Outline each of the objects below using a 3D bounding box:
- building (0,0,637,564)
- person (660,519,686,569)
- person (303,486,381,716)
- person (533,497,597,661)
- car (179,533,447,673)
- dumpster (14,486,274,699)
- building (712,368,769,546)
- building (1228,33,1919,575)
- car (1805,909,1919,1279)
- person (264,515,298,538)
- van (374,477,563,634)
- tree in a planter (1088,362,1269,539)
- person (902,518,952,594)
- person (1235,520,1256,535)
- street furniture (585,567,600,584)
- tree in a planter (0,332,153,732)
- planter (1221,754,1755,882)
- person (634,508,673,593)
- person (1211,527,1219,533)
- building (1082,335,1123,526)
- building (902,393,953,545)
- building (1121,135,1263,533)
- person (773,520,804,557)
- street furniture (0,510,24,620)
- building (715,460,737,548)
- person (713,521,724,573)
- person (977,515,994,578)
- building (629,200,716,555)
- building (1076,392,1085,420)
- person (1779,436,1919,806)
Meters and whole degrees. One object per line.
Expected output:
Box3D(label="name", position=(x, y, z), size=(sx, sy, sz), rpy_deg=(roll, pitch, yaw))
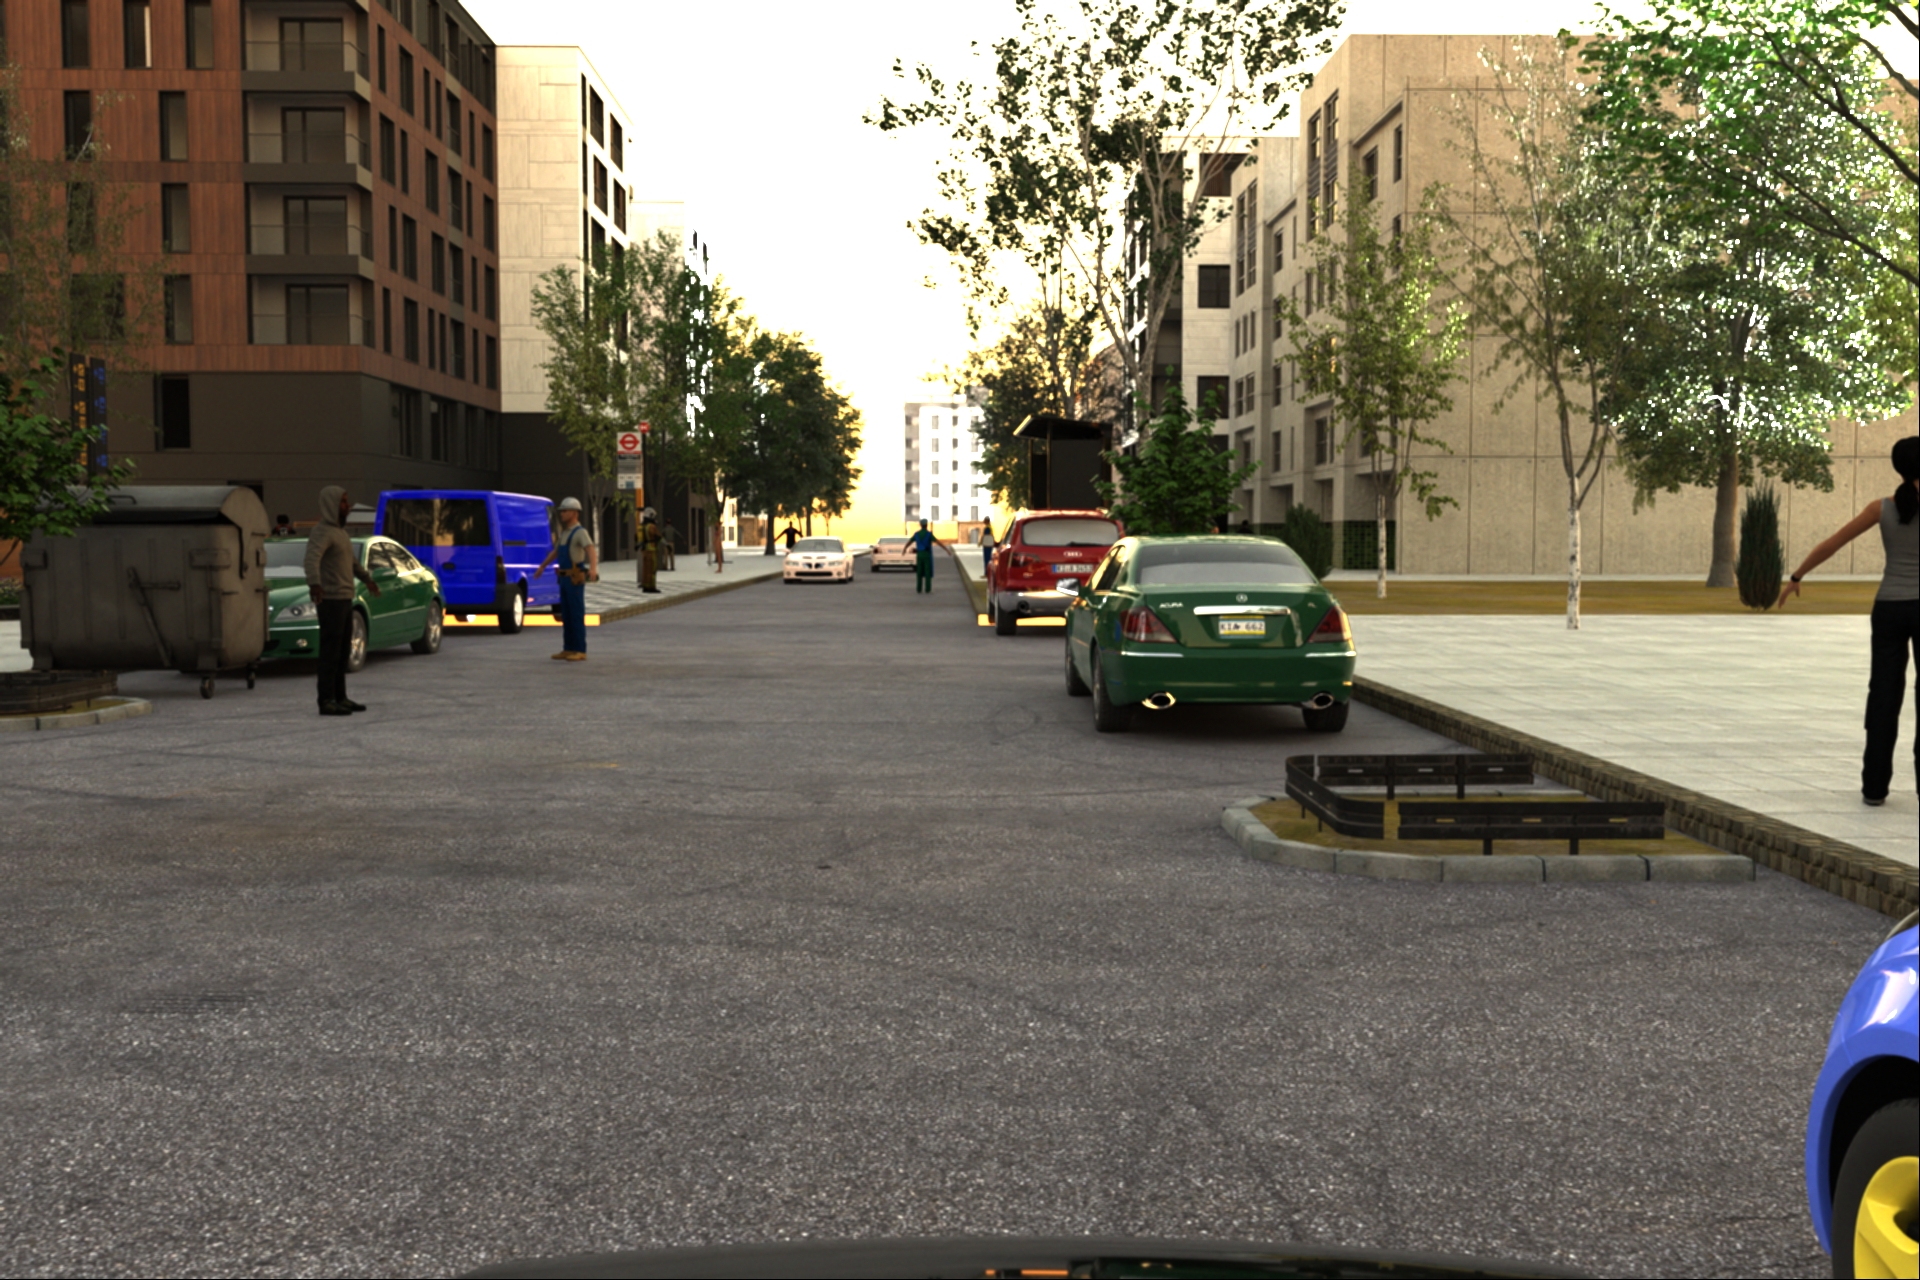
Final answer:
Box3D(label="building", position=(-29.789, -13.844, 70.329), size=(27.936, 21.610, 32.646), rpy_deg=(0, 4, -1))
Box3D(label="person", position=(-10.218, -3.329, 60.701), size=(1.348, 1.796, 0.705), rpy_deg=(-2, 4, -28))
Box3D(label="person", position=(-4.959, -0.320, 13.819), size=(0.705, 1.813, 1.348), rpy_deg=(0, 4, 1))
Box3D(label="person", position=(-4.442, -0.697, 19.716), size=(0.705, 1.847, 1.347), rpy_deg=(-3, 5, -41))
Box3D(label="car", position=(-7.160, -0.461, 19.340), size=(2.131, 1.459, 4.920), rpy_deg=(0, 4, -1))
Box3D(label="dumpster", position=(-7.260, -0.444, 15.475), size=(1.865, 1.857, 1.264), rpy_deg=(0, 4, -1))
Box3D(label="building", position=(-26.784, -20.235, 187.265), size=(16.016, 20.090, 11.380), rpy_deg=(0, 4, 0))
Box3D(label="building", position=(21.960, -12.455, 70.100), size=(16.747, 18.905, 31.486), rpy_deg=(0, 4, -1))
Box3D(label="car", position=(2.275, 0.498, 1.449), size=(1.945, 1.707, 3.694), rpy_deg=(0, 4, -1))
Box3D(label="person", position=(-18.985, -2.595, 48.569), size=(1.345, 1.843, 0.704), rpy_deg=(-2, 4, -32))
Box3D(label="van", position=(-7.279, -1.354, 26.521), size=(2.240, 2.365, 5.245), rpy_deg=(0, 4, -1))
Box3D(label="tree in a planter", position=(2.237, -1.273, 18.042), size=(1.991, 3.239, 1.994), rpy_deg=(0, 4, -1))
Box3D(label="person", position=(-0.840, -2.027, 41.717), size=(1.347, 1.817, 0.704), rpy_deg=(2, 4, 29))
Box3D(label="person", position=(9.327, -3.043, 56.476), size=(1.216, 1.740, 0.721), rpy_deg=(2, 4, 28))
Box3D(label="street furniture", position=(-14.342, -1.717, 43.696), size=(10.072, 0.657, 5.734), rpy_deg=(0, 4, -5))
Box3D(label="tree in a planter", position=(-7.479, -0.986, 13.342), size=(1.991, 3.239, 1.994), rpy_deg=(0, 4, 0))
Box3D(label="planter", position=(2.280, 0.796, 8.125), size=(1.991, 0.319, 1.994), rpy_deg=(0, 4, -1))
Box3D(label="person", position=(-6.743, -1.956, 37.746), size=(0.705, 1.858, 1.354), rpy_deg=(-3, 5, -44))
Box3D(label="person", position=(4.717, -1.390, 31.994), size=(0.991, 1.433, 0.599), rpy_deg=(0, 4, -6))
Box3D(label="building", position=(21.089, -19.754, 153.901), size=(19.493, 23.208, 18.063), rpy_deg=(0, 4, -1))
Box3D(label="building", position=(-7.140, -22.312, 223.677), size=(11.380, 20.090, 16.016), rpy_deg=(0, 4, 2))
Box3D(label="building", position=(23.568, -16.003, 105.625), size=(27.936, 21.610, 32.646), rpy_deg=(0, 4, -1))
Box3D(label="person", position=(-6.392, -3.627, 65.529), size=(1.346, 1.802, 0.704), rpy_deg=(-1, 4, -11))
Box3D(label="street furniture", position=(-16.470, -1.245, 27.217), size=(11.010, 1.723, 9.812), rpy_deg=(2, 4, 25))
Box3D(label="building", position=(-26.336, -13.930, 169.902), size=(9.099, 9.664, 28.070), rpy_deg=(0, 4, 0))
Box3D(label="person", position=(-8.097, -3.106, 57.592), size=(0.721, 1.733, 1.217), rpy_deg=(-1, 4, -13))
Box3D(label="person", position=(0.774, -2.719, 50.418), size=(0.705, 1.833, 1.349), rpy_deg=(1, 4, 14))
Box3D(label="building", position=(-30.616, -15.907, 104.047), size=(27.936, 21.610, 32.646), rpy_deg=(0, 4, -1))
Box3D(label="building", position=(22.003, -22.015, 190.877), size=(19.493, 23.208, 18.063), rpy_deg=(0, 3, 0))
Box3D(label="person", position=(4.498, -0.083, 8.161), size=(1.217, 1.737, 0.721), rpy_deg=(3, 5, 40))
